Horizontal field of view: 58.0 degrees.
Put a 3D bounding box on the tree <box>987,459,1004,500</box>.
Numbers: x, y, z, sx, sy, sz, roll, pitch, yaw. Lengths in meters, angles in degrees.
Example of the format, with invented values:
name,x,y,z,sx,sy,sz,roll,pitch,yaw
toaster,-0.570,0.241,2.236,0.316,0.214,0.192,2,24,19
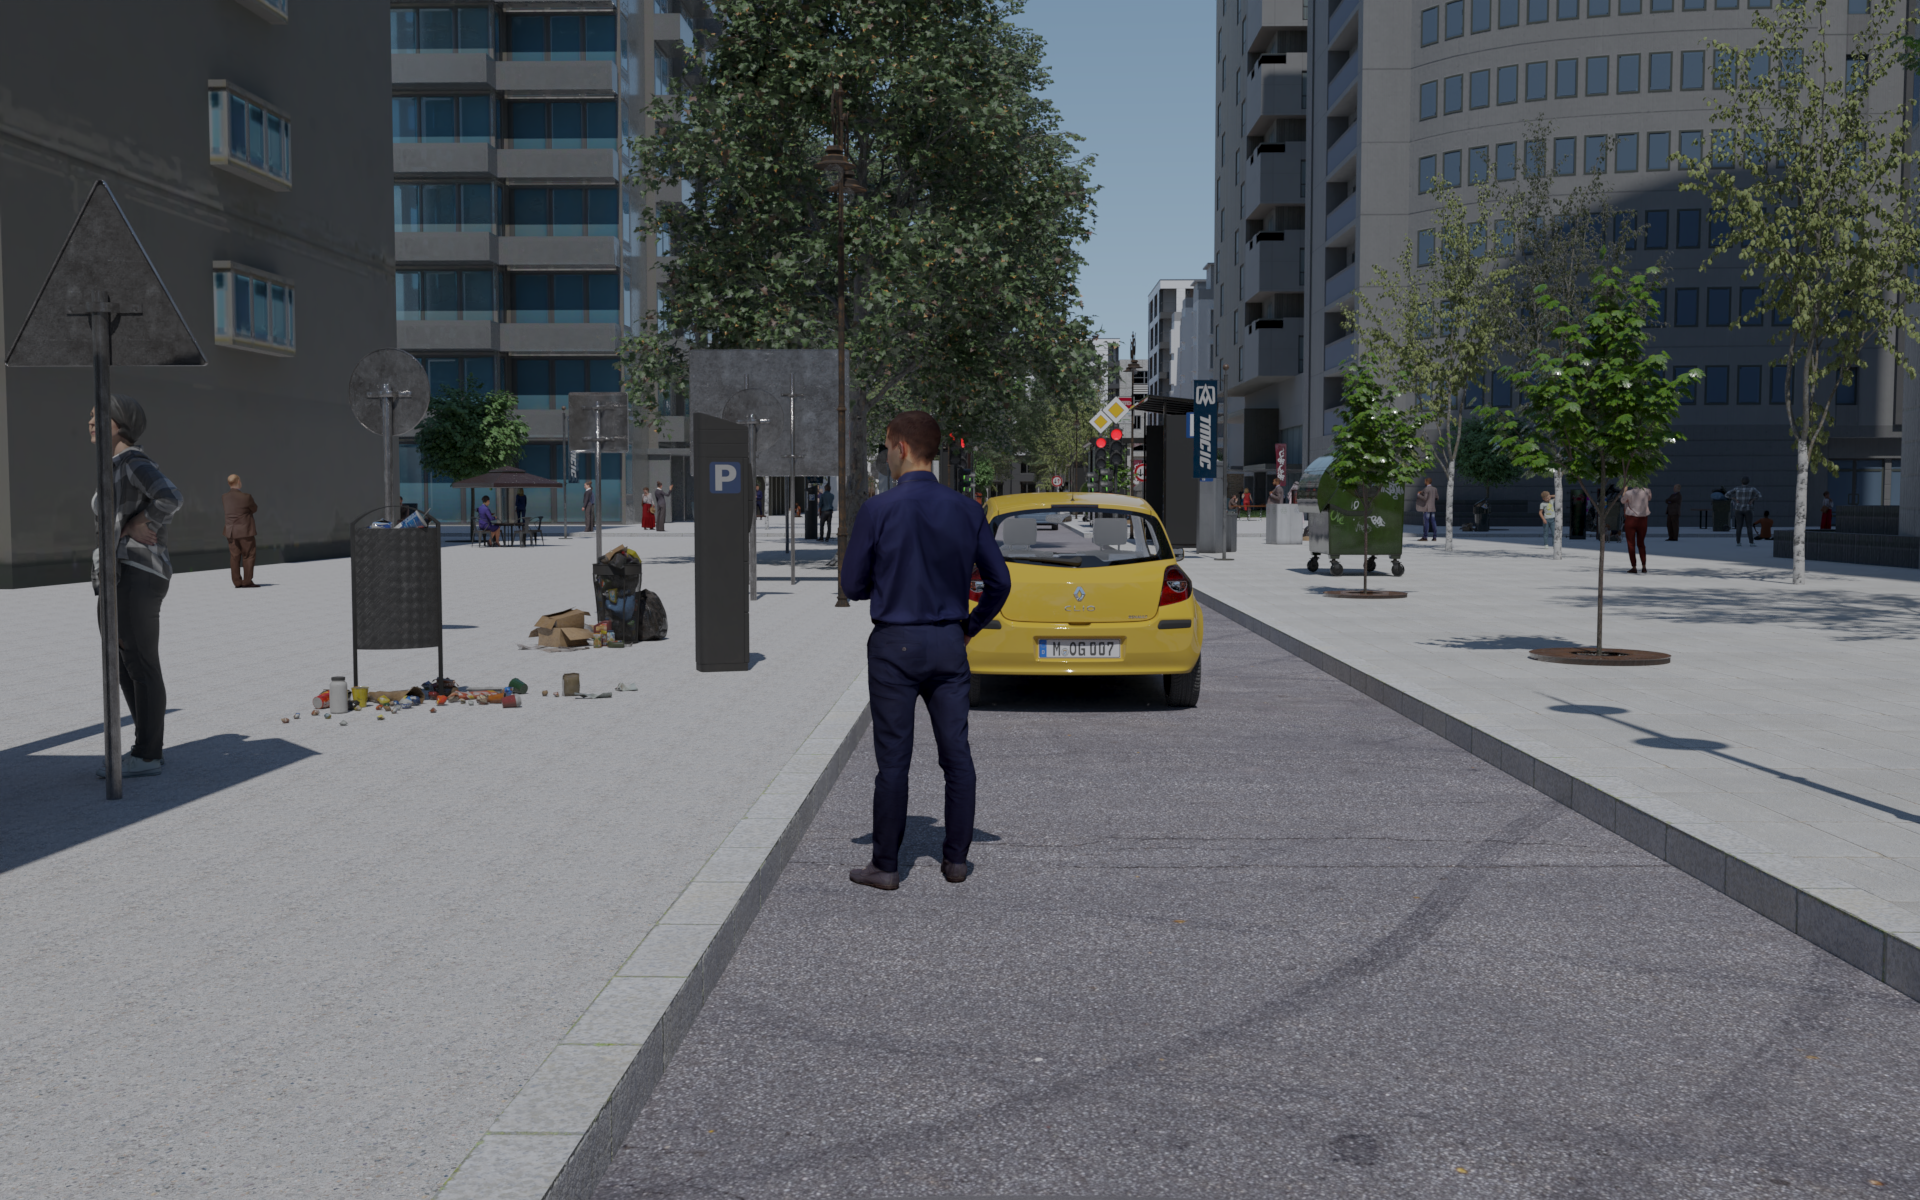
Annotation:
name,x,y,z,sx,sy,sz,roll,pitch,yaw
tree,3.238,-14.765,191.769,4.737,8.622,4.395,0,3,0

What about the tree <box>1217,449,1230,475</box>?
name,x,y,z,sx,sy,sz,roll,pitch,yaw
tree,15.357,-7.684,109.341,4.285,4.588,4.351,0,3,0

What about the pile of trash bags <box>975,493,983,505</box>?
name,x,y,z,sx,sy,sz,roll,pitch,yaw
pile of trash bags,0.744,-6.846,121.682,1.912,1.369,3.447,-2,4,-24

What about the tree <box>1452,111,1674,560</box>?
name,x,y,z,sx,sy,sz,roll,pitch,yaw
tree,11.611,-5.078,33.391,4.360,8.622,3.978,0,3,0

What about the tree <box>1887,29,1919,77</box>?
name,x,y,z,sx,sy,sz,roll,pitch,yaw
tree,10.451,-5.371,13.578,9.928,11.665,9.643,0,3,0

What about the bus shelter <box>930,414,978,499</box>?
name,x,y,z,sx,sy,sz,roll,pitch,yaw
bus shelter,-0.401,-5.674,70.395,2.179,5.291,8.768,0,4,2

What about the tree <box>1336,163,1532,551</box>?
name,x,y,z,sx,sy,sz,roll,pitch,yaw
tree,10.920,-5.418,38.951,4.737,8.622,4.395,0,3,0

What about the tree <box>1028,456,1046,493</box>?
name,x,y,z,sx,sy,sz,roll,pitch,yaw
tree,9.177,-15.112,197.437,4.360,8.622,3.978,0,3,0

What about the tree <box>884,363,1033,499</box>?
name,x,y,z,sx,sy,sz,roll,pitch,yaw
tree,-0.267,-9.702,84.383,9.928,11.665,9.643,0,3,0

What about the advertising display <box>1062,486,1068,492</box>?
name,x,y,z,sx,sy,sz,roll,pitch,yaw
advertising display,7.943,-7.678,130.742,0.123,1.923,0.974,2,4,29

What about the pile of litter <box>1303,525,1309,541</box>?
name,x,y,z,sx,sy,sz,roll,pitch,yaw
pile of litter,10.119,-2.065,47.735,1.719,0.858,1.176,1,4,16

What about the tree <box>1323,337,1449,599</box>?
name,x,y,z,sx,sy,sz,roll,pitch,yaw
tree,4.991,-1.642,21.455,1.663,3.219,1.824,0,3,0

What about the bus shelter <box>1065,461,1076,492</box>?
name,x,y,z,sx,sy,sz,roll,pitch,yaw
bus shelter,8.126,-8.395,114.897,2.179,5.291,8.768,0,4,1

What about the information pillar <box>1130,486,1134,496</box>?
name,x,y,z,sx,sy,sz,roll,pitch,yaw
information pillar,9.017,-5.242,90.191,0.304,2.012,0.304,1,4,9

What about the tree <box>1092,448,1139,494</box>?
name,x,y,z,sx,sy,sz,roll,pitch,yaw
tree,5.700,-4.175,62.867,1.663,3.219,1.824,0,3,0

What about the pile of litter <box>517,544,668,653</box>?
name,x,y,z,sx,sy,sz,roll,pitch,yaw
pile of litter,-3.180,-0.056,14.880,1.176,0.858,1.719,2,4,32

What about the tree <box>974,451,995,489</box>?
name,x,y,z,sx,sy,sz,roll,pitch,yaw
tree,1.144,-9.009,131.012,4.285,4.588,4.351,0,3,0

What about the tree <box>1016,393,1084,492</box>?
name,x,y,z,sx,sy,sz,roll,pitch,yaw
tree,9.406,-16.497,180.096,12.009,13.543,11.850,0,3,0

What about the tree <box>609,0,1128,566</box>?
name,x,y,z,sx,sy,sz,roll,pitch,yaw
tree,-1.741,-6.951,30.659,9.611,12.733,9.660,0,3,0

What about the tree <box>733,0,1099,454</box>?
name,x,y,z,sx,sy,sz,roll,pitch,yaw
tree,-1.024,-8.338,42.989,9.857,13.997,8.962,0,3,0

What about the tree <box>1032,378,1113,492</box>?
name,x,y,z,sx,sy,sz,roll,pitch,yaw
tree,6.887,-8.818,94.536,4.737,8.622,4.395,0,3,0

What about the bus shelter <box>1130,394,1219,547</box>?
name,x,y,z,sx,sy,sz,roll,pitch,yaw
bus shelter,5.386,-3.217,43.886,1.731,3.624,6.357,0,4,2

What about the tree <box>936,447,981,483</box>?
name,x,y,z,sx,sy,sz,roll,pitch,yaw
tree,-0.289,-9.578,106.968,4.360,8.622,3.978,0,3,0

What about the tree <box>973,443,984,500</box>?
name,x,y,z,sx,sy,sz,roll,pitch,yaw
tree,1.100,-11.260,118.507,8.767,10.594,7.601,1,4,22

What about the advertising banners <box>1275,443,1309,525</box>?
name,x,y,z,sx,sy,sz,roll,pitch,yaw
advertising banners,11.497,-3.841,58.990,0.090,3.025,2.074,-3,4,-37

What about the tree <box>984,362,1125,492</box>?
name,x,y,z,sx,sy,sz,roll,pitch,yaw
tree,6.551,-10.322,103.174,7.601,10.594,8.767,1,4,19

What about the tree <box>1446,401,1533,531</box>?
name,x,y,z,sx,sy,sz,roll,pitch,yaw
tree,18.858,-4.758,61.513,4.285,4.588,4.351,0,3,0

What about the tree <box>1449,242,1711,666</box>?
name,x,y,z,sx,sy,sz,roll,pitch,yaw
tree,5.007,-1.152,13.436,1.663,3.219,1.824,0,3,0

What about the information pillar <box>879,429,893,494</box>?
name,x,y,z,sx,sy,sz,roll,pitch,yaw
information pillar,-2.142,-3.603,50.268,0.504,3.616,0.183,3,4,36

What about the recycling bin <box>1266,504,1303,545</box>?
name,x,y,z,sx,sy,sz,roll,pitch,yaw
recycling bin,8.276,-1.936,44.201,0.722,1.027,0.722,-1,4,-15

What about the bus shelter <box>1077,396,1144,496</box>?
name,x,y,z,sx,sy,sz,roll,pitch,yaw
bus shelter,6.006,-5.562,68.572,2.179,5.291,8.768,0,4,2

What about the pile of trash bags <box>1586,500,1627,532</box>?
name,x,y,z,sx,sy,sz,roll,pitch,yaw
pile of trash bags,22.203,-2.983,58.518,1.912,1.369,3.447,0,4,2

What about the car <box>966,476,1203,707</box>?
name,x,y,z,sx,sy,sz,roll,pitch,yaw
car,0.762,-0.175,13.084,2.015,1.641,3.980,0,4,0

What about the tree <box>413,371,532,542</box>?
name,x,y,z,sx,sy,sz,roll,pitch,yaw
tree,-13.105,-3.833,46.381,4.285,4.588,4.351,0,3,0

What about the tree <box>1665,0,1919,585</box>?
name,x,y,z,sx,sy,sz,roll,pitch,yaw
tree,12.145,-4.522,24.292,4.737,8.622,4.395,0,3,0

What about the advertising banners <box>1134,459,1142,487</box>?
name,x,y,z,sx,sy,sz,roll,pitch,yaw
advertising banners,8.181,-5.593,87.626,2.074,3.025,0.090,0,4,1

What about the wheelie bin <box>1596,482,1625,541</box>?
name,x,y,z,sx,sy,sz,roll,pitch,yaw
wheelie bin,17.737,-2.401,47.159,0.693,1.594,0.980,2,4,29

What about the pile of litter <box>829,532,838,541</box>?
name,x,y,z,sx,sy,sz,roll,pitch,yaw
pile of litter,-2.942,-2.097,48.246,1.719,0.858,1.176,0,4,-6

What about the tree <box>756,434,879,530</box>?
name,x,y,z,sx,sy,sz,roll,pitch,yaw
tree,-6.243,-7.316,69.974,4.360,8.622,3.978,0,3,0

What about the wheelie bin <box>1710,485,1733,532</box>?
name,x,y,z,sx,sy,sz,roll,pitch,yaw
wheelie bin,26.043,-3.139,59.235,0.693,1.594,0.980,2,4,27

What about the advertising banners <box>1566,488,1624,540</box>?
name,x,y,z,sx,sy,sz,roll,pitch,yaw
advertising banners,18.114,-3.208,48.633,2.074,3.025,0.090,0,4,4
